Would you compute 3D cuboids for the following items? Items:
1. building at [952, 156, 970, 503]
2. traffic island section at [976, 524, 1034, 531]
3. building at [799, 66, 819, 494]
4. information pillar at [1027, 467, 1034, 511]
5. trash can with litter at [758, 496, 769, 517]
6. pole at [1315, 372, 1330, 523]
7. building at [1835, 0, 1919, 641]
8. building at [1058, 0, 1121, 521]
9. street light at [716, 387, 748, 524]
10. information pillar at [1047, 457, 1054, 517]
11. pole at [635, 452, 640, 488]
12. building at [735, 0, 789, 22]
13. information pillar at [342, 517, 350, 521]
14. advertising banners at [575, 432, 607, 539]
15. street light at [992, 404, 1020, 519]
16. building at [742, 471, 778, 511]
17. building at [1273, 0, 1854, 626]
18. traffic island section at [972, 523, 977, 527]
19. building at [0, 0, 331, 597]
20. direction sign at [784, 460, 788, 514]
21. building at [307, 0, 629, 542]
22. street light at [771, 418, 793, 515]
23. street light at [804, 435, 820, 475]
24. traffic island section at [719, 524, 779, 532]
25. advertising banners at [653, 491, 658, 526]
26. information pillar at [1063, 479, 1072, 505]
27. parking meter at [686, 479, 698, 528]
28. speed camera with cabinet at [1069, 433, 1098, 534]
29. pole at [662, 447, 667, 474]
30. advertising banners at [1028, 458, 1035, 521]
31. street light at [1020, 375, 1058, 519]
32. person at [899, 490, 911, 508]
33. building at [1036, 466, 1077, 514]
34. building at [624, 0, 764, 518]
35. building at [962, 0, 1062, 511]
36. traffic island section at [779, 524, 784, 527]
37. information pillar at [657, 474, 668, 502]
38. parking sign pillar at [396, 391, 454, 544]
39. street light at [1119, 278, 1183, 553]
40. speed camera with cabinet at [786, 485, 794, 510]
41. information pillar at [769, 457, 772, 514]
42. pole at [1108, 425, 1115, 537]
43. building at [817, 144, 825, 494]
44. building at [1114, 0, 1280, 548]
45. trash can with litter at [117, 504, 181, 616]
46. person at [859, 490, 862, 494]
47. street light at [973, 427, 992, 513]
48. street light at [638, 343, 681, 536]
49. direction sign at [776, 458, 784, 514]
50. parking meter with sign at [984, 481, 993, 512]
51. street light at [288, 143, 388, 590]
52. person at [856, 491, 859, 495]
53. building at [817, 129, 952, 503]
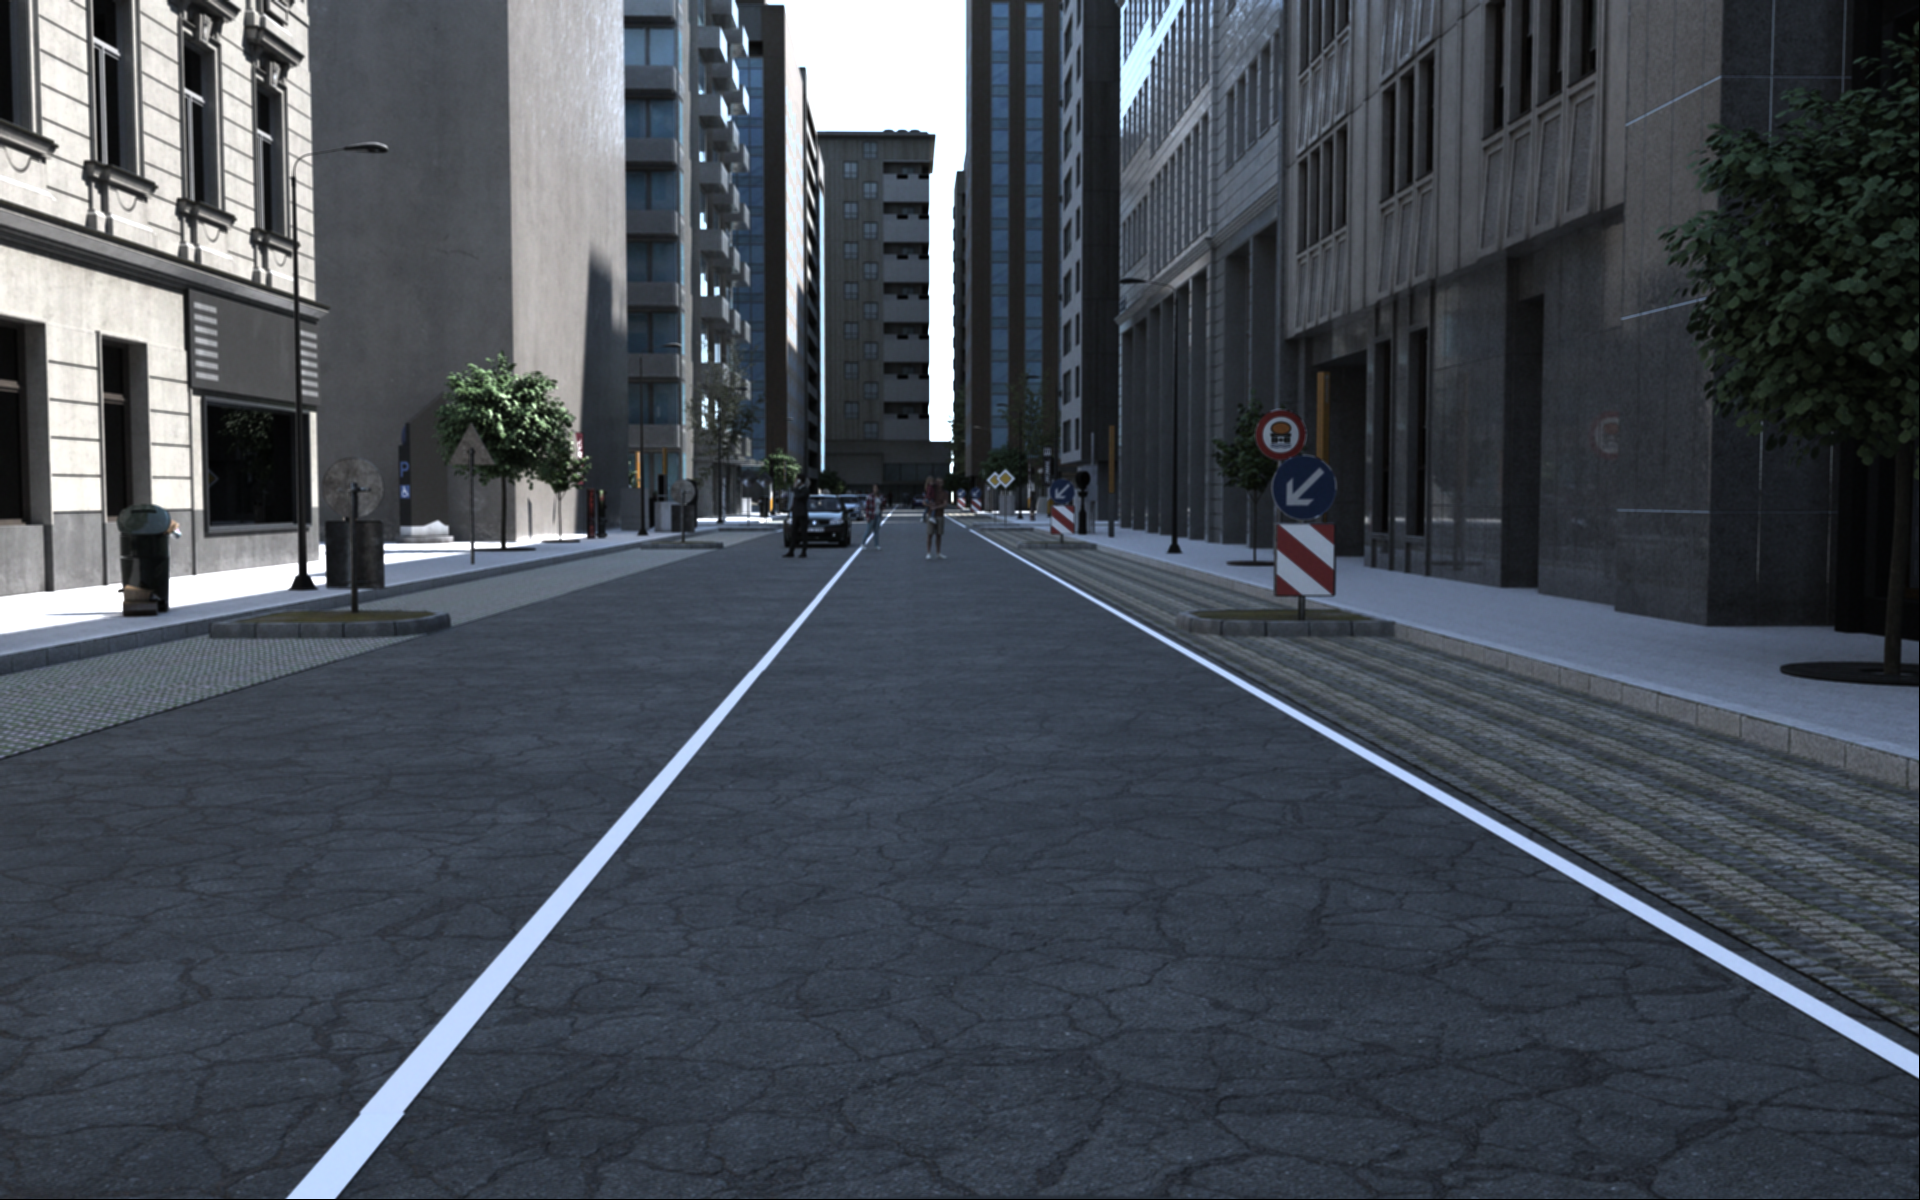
[{"bbox_3d":[9.665,-38.096,246.572,21.600,48.544,21.300,0,4,-2],"label":"building"},{"bbox_3d":[1.805,-2.793,67.947,2.009,0.180,2.903,0,4,-2],"label":"traffic island section"},{"bbox_3d":[-26.742,-34.564,188.828,21.300,48.544,21.600,0,4,-2],"label":"building"},{"bbox_3d":[5.339,-8.525,130.738,0.504,3.616,0.183,-1,4,-13],"label":"information pillar"},{"bbox_3d":[-10.870,-5.155,95.667,0.624,1.170,1.055,0,4,-6],"label":"trash can with litter"},{"bbox_3d":[6.067,-2.150,28.989,0.158,3.312,0.155,0,3,0],"label":"pole"},{"bbox_3d":[14.569,-10.893,7.786,12.332,23.373,15.834,0,4,-2],"label":"building"},{"bbox_3d":[12.474,-19.197,85.574,14.107,30.474,14.160,0,4,-2],"label":"building"},{"bbox_3d":[-9.918,-6.287,75.338,1.470,5.913,1.316,0,4,-2],"label":"street light"},{"bbox_3d":[5.051,-6.413,96.213,0.504,3.616,0.183,-3,5,-44],"label":"information pillar"},{"bbox_3d":[-15.541,-5.487,83.563,0.158,3.312,0.155,0,3,0],"label":"pole"},{"bbox_3d":[-22.189,-31.003,157.010,14.600,45.320,14.200,0,4,-2],"label":"building"},{"bbox_3d":[-14.854,-2.301,42.107,0.304,2.012,0.304,-2,4,-24],"label":"information pillar"},{"bbox_3d":[-10.625,-3.283,49.866,0.090,3.025,2.074,1,4,12],"label":"advertising banners"},{"bbox_3d":[2.561,-7.124,89.025,1.470,5.913,1.316,0,4,-2],"label":"street light"},{"bbox_3d":[-30.554,-26.972,132.880,32.217,40.220,23.993,0,4,-2],"label":"building"},{"bbox_3d":[12.929,-12.727,26.109,12.078,24.808,19.932,0,4,-2],"label":"building"},{"bbox_3d":[1.560,-3.281,75.928,2.009,0.180,2.903,0,4,-2],"label":"traffic island section"},{"bbox_3d":[-19.520,-14.461,12.848,17.030,29.872,44.131,0,4,-2],"label":"building"},{"bbox_3d":[-11.551,-7.472,114.170,0.379,3.537,0.876,0,4,3],"label":"direction sign"},{"bbox_3d":[-29.263,-15.318,54.967,34.151,26.468,19.350,0,4,-2],"label":"building"},{"bbox_3d":[-10.902,-8.166,106.047,1.470,5.913,1.316,0,4,-2],"label":"street light"},{"bbox_3d":[-11.725,-10.030,136.537,1.470,5.913,1.316,0,4,-2],"label":"street light"},{"bbox_3d":[-8.282,-2.774,67.643,2.009,0.180,2.903,0,4,-2],"label":"traffic island section"},{"bbox_3d":[-12.452,-4.350,67.314,2.074,3.025,0.090,-1,4,-10],"label":"advertising banners"},{"bbox_3d":[5.162,-4.823,83.342,0.304,2.012,0.304,-3,4,-37],"label":"information pillar"},{"bbox_3d":[-10.178,-3.676,65.814,0.399,1.863,0.255,0,4,4],"label":"parking meter"},{"bbox_3d":[4.009,-3.801,56.488,0.660,3.252,2.038,0,4,-7],"label":"speed camera with cabinet"},{"bbox_3d":[-12.906,-5.012,75.785,0.158,3.312,0.155,0,3,0],"label":"pole"},{"bbox_3d":[3.424,-5.302,82.878,0.090,3.025,2.074,0,4,-6],"label":"advertising banners"},{"bbox_3d":[3.248,-5.830,67.864,1.470,5.913,1.316,0,4,-2],"label":"street light"},{"bbox_3d":[-5.673,-10.415,178.865,1.350,1.814,0.705,0,4,-1],"label":"person"},{"bbox_3d":[21.616,-25.744,112.796,32.217,40.220,23.993,0,4,-2],"label":"building"},{"bbox_3d":[-23.791,-29.238,97.642,23.786,49.044,30.456,0,4,-2],"label":"building"},{"bbox_3d":[7.561,-29.918,139.269,14.600,45.320,14.200,0,4,-2],"label":"building"},{"bbox_3d":[-8.527,-3.263,75.624,2.009,0.180,2.903,0,4,-2],"label":"traffic island section"},{"bbox_3d":[-10.921,-3.615,63.591,0.304,2.012,0.304,0,4,5],"label":"information pillar"},{"bbox_3d":[-13.965,-3.462,45.076,1.447,3.967,1.447,2,4,29],"label":"parking sign pillar"},{"bbox_3d":[4.111,-3.965,37.375,1.470,5.913,1.316,0,4,-2],"label":"street light"},{"bbox_3d":[-13.105,-8.484,133.044,0.660,3.252,2.038,1,4,19],"label":"speed camera with cabinet"},{"bbox_3d":[-12.041,-7.291,110.567,0.183,3.616,0.504,1,4,12],"label":"information pillar"},{"bbox_3d":[4.509,-3.528,51.529,0.158,3.312,0.155,0,3,0],"label":"pole"},{"bbox_3d":[-24.366,-34.646,216.572,14.200,45.320,14.600,0,4,-2],"label":"building"},{"bbox_3d":[11.873,-16.714,50.766,11.434,29.767,29.804,0,4,-2],"label":"building"},{"bbox_3d":[-8.705,-0.440,18.589,0.624,1.170,1.055,-1,4,-23],"label":"trash can with litter"},{"bbox_3d":[-10.048,-10.106,173.672,0.705,1.831,1.348,2,4,27],"label":"person"},{"bbox_3d":[1.584,-9.000,119.694,1.470,5.913,1.316,0,4,-2],"label":"street light"},{"bbox_3d":[-9.292,-4.953,53.529,1.470,5.913,1.316,0,4,-2],"label":"street light"},{"bbox_3d":[-11.587,-7.252,110.568,0.379,3.537,0.876,0,4,-8],"label":"direction sign"},{"bbox_3d":[1.976,-7.704,122.224,0.543,3.016,1.738,-1,4,-12],"label":"parking meter with sign"},{"bbox_3d":[-8.263,-3.089,23.045,1.470,5.913,1.316,0,4,-2],"label":"street light"},{"bbox_3d":[-9.435,-9.267,160.739,0.721,1.735,1.217,2,4,30],"label":"person"},{"bbox_3d":[-15.212,-40.362,249.162,27.495,52.752,28.713,0,4,-2],"label":"building"}]
